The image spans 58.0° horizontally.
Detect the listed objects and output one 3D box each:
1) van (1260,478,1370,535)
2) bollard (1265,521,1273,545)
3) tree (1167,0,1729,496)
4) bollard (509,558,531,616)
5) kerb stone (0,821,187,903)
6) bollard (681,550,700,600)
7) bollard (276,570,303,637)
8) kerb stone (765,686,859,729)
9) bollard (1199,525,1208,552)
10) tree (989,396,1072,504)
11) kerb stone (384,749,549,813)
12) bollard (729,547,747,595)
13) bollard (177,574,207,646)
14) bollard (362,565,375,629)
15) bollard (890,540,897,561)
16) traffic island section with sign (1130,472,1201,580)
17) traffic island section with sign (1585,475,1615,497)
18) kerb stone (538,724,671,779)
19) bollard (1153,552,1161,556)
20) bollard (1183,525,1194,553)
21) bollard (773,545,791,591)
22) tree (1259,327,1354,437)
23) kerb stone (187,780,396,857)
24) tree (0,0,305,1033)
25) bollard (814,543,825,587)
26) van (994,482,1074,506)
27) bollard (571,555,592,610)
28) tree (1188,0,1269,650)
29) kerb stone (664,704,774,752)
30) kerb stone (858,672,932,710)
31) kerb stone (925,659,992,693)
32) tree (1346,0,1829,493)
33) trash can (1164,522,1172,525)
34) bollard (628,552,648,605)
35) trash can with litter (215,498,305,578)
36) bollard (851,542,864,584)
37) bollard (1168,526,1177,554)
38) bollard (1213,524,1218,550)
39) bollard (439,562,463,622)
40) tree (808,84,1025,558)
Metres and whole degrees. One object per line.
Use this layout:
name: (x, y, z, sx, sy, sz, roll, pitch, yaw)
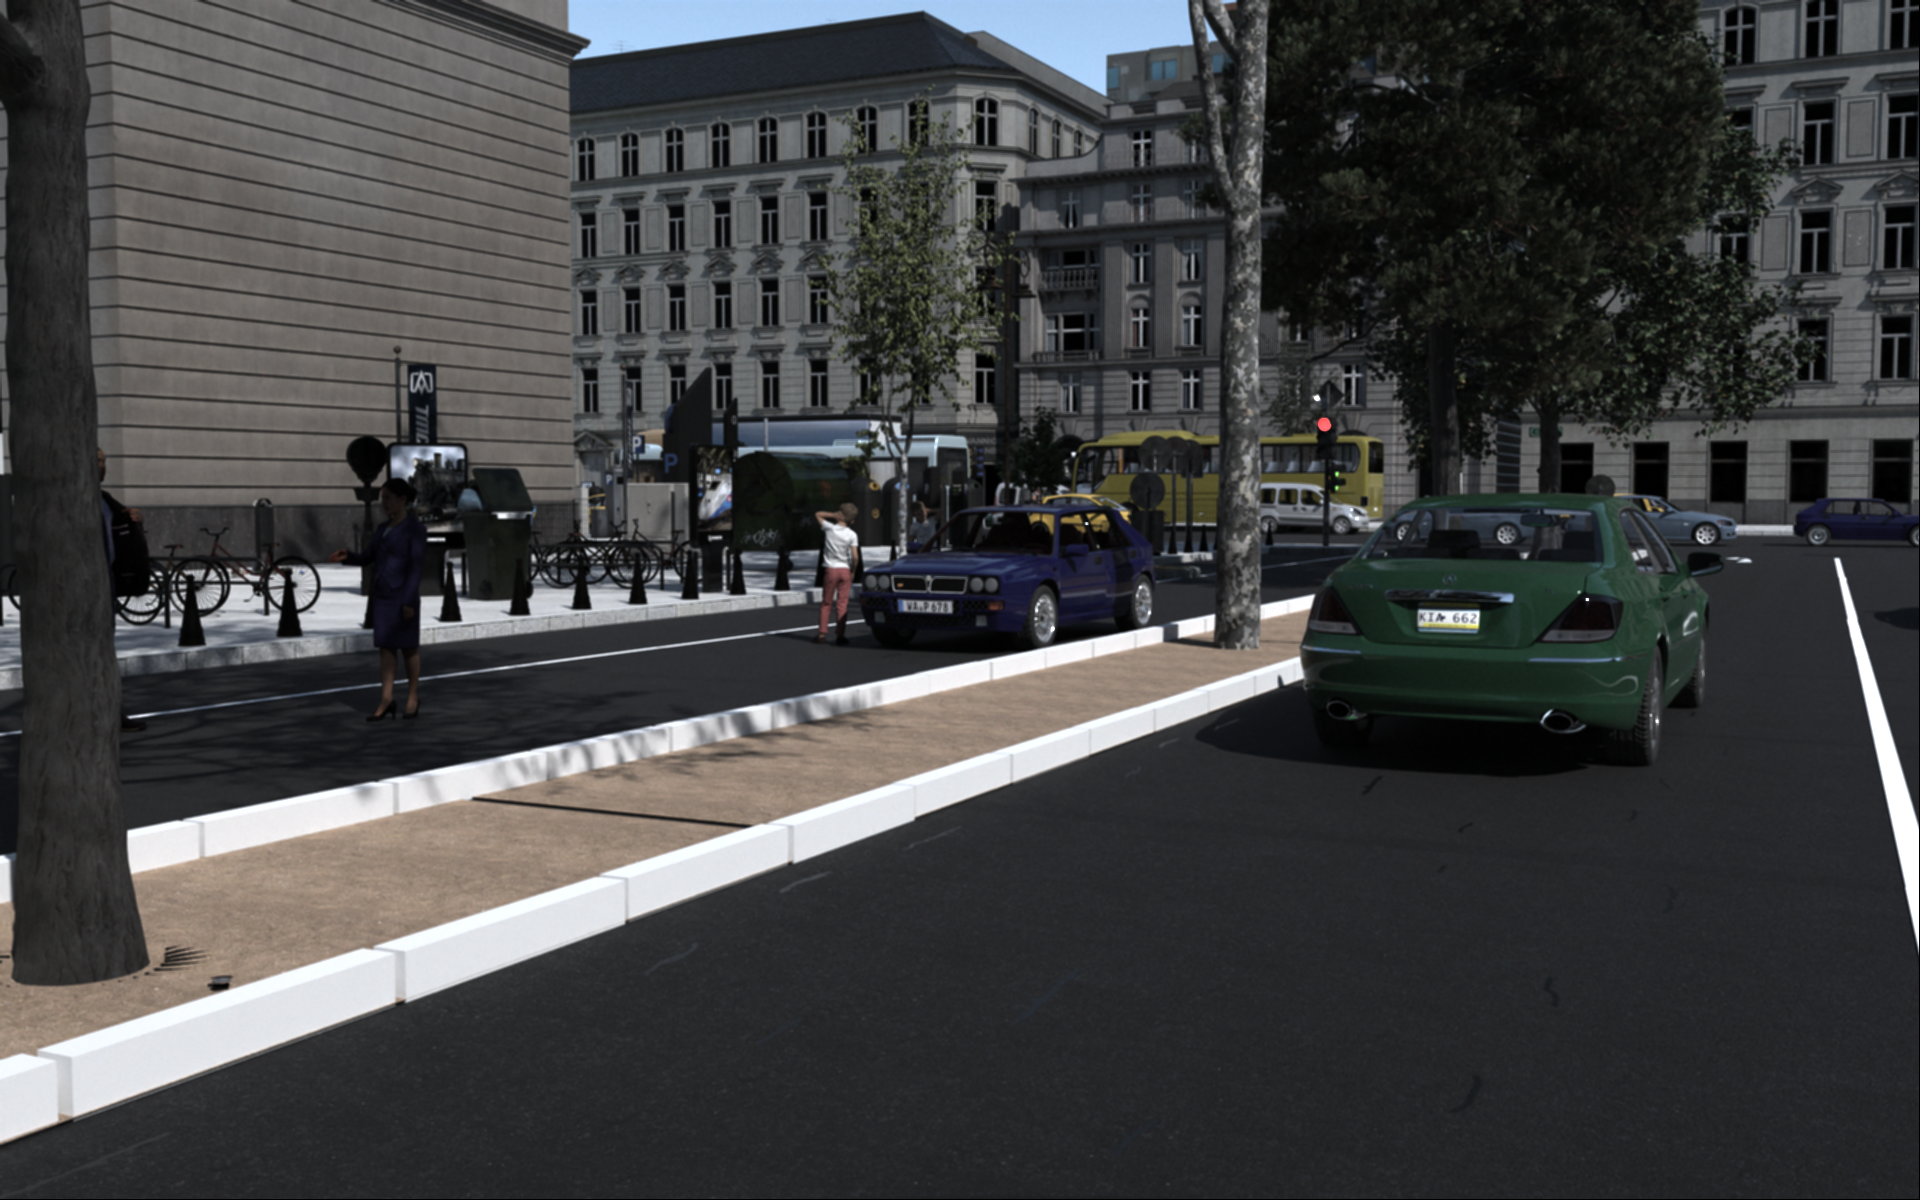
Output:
van: (12.614, -3.377, 62.218, 4.112, 2.044, 2.013, 2, 4, 26)
bollard: (7.743, -1.670, 43.342, 0.229, 0.601, 0.229, 0, 3, 0)
tree: (7.232, -7.087, 25.747, 7.806, 13.903, 7.818, 0, 3, 0)
bollard: (-4.672, -0.142, 18.367, 0.229, 0.601, 0.229, 0, 3, 0)
kerb stone: (-3.244, 0.970, 6.334, 0.120, 0.150, 1.000, 2, 4, 26)
bollard: (-3.296, -0.311, 21.134, 0.229, 0.601, 0.229, 0, 3, 0)
bollard: (-6.046, 0.027, 15.602, 0.229, 0.601, 0.229, 0, 3, 0)
kerb stone: (-0.955, 0.687, 10.956, 0.120, 0.150, 1.000, 2, 4, 26)
bollard: (5.449, -1.388, 38.728, 0.229, 0.601, 0.229, 0, 3, 0)
tree: (1.647, -2.444, 34.561, 1.663, 3.219, 1.824, 0, 3, 0)
kerb stone: (-2.330, 0.859, 8.185, 0.120, 0.150, 1.000, 2, 4, 26)
bollard: (-2.832, -0.369, 22.073, 0.229, 0.601, 0.229, 0, 3, 0)
bollard: (-6.511, 0.084, 14.665, 0.229, 0.601, 0.229, 0, 3, 0)
bollard: (-5.585, -0.029, 16.520, 0.229, 0.601, 0.229, 0, 3, 0)
bollard: (-0.991, -0.595, 25.772, 0.229, 0.601, 0.229, 0, 3, 0)
traffic island section with sign: (3.076, -1.306, 29.983, 1.989, 1.847, 2.006, 2, 4, 26)
traffic island section with sign: (14.739, -1.956, 40.119, 2.006, 1.907, 1.989, 2, 4, 26)
kerb stone: (-1.878, 0.801, 9.105, 0.120, 0.150, 1.000, 2, 4, 26)
bollard: (4.070, -1.218, 35.953, 0.229, 0.601, 0.229, 0, 3, 0)
bollard: (4.986, -1.331, 37.797, 0.229, 0.601, 0.229, 0, 3, 0)
bollard: (-2.365, -0.426, 23.005, 0.229, 0.601, 0.229, 0, 3, 0)
tree: (14.290, -7.479, 72.638, 4.360, 8.622, 3.978, 0, 3, 0)
kerb stone: (-2.788, 0.914, 7.253, 0.120, 0.150, 1.000, 2, 4, 26)
tree: (-2.669, -5.615, 4.628, 12.009, 13.543, 11.850, 0, 3, 0)
bollard: (-1.910, -0.482, 23.926, 0.229, 0.601, 0.229, 0, 3, 0)
van: (3.213, -3.198, 59.304, 4.112, 2.044, 2.013, 2, 4, 24)
bollard: (-4.216, -0.198, 19.287, 0.229, 0.601, 0.229, 0, 3, 0)
tree: (1.858, -9.687, 16.731, 12.611, 20.169, 13.585, 0, 3, 0)
kerb stone: (-1.417, 0.744, 10.034, 0.120, 0.150, 1.000, 2, 4, 26)
kerb stone: (-0.494, 0.633, 11.874, 0.120, 0.150, 1.000, 2, 4, 26)
kerb stone: (-0.048, 0.574, 12.803, 0.120, 0.150, 1.000, 2, 4, 26)
tree: (11.490, -6.974, 33.489, 9.611, 12.733, 9.660, 0, 3, 0)
trash can: (8.656, -3.753, 73.017, 0.748, 1.137, 0.748, 0, 3, 0)
bollard: (-3.759, -0.255, 20.207, 0.229, 0.601, 0.229, 0, 3, 0)
trash can with litter: (-11.316, -1.008, 27.532, 1.678, 1.210, 2.233, 0, 4, 0)
bollard: (-1.451, -0.538, 24.845, 0.229, 0.601, 0.229, 0, 3, 0)
bollard: (4.526, -1.274, 36.873, 0.229, 0.601, 0.229, 0, 3, 0)
bollard: (5.908, -1.444, 39.651, 0.229, 0.601, 0.229, 0, 3, 0)
bollard: (-5.133, -0.086, 17.442, 0.229, 0.601, 0.229, 0, 3, 0)
tree: (-0.969, -5.006, 32.208, 4.737, 8.622, 4.395, 0, 3, 0)
